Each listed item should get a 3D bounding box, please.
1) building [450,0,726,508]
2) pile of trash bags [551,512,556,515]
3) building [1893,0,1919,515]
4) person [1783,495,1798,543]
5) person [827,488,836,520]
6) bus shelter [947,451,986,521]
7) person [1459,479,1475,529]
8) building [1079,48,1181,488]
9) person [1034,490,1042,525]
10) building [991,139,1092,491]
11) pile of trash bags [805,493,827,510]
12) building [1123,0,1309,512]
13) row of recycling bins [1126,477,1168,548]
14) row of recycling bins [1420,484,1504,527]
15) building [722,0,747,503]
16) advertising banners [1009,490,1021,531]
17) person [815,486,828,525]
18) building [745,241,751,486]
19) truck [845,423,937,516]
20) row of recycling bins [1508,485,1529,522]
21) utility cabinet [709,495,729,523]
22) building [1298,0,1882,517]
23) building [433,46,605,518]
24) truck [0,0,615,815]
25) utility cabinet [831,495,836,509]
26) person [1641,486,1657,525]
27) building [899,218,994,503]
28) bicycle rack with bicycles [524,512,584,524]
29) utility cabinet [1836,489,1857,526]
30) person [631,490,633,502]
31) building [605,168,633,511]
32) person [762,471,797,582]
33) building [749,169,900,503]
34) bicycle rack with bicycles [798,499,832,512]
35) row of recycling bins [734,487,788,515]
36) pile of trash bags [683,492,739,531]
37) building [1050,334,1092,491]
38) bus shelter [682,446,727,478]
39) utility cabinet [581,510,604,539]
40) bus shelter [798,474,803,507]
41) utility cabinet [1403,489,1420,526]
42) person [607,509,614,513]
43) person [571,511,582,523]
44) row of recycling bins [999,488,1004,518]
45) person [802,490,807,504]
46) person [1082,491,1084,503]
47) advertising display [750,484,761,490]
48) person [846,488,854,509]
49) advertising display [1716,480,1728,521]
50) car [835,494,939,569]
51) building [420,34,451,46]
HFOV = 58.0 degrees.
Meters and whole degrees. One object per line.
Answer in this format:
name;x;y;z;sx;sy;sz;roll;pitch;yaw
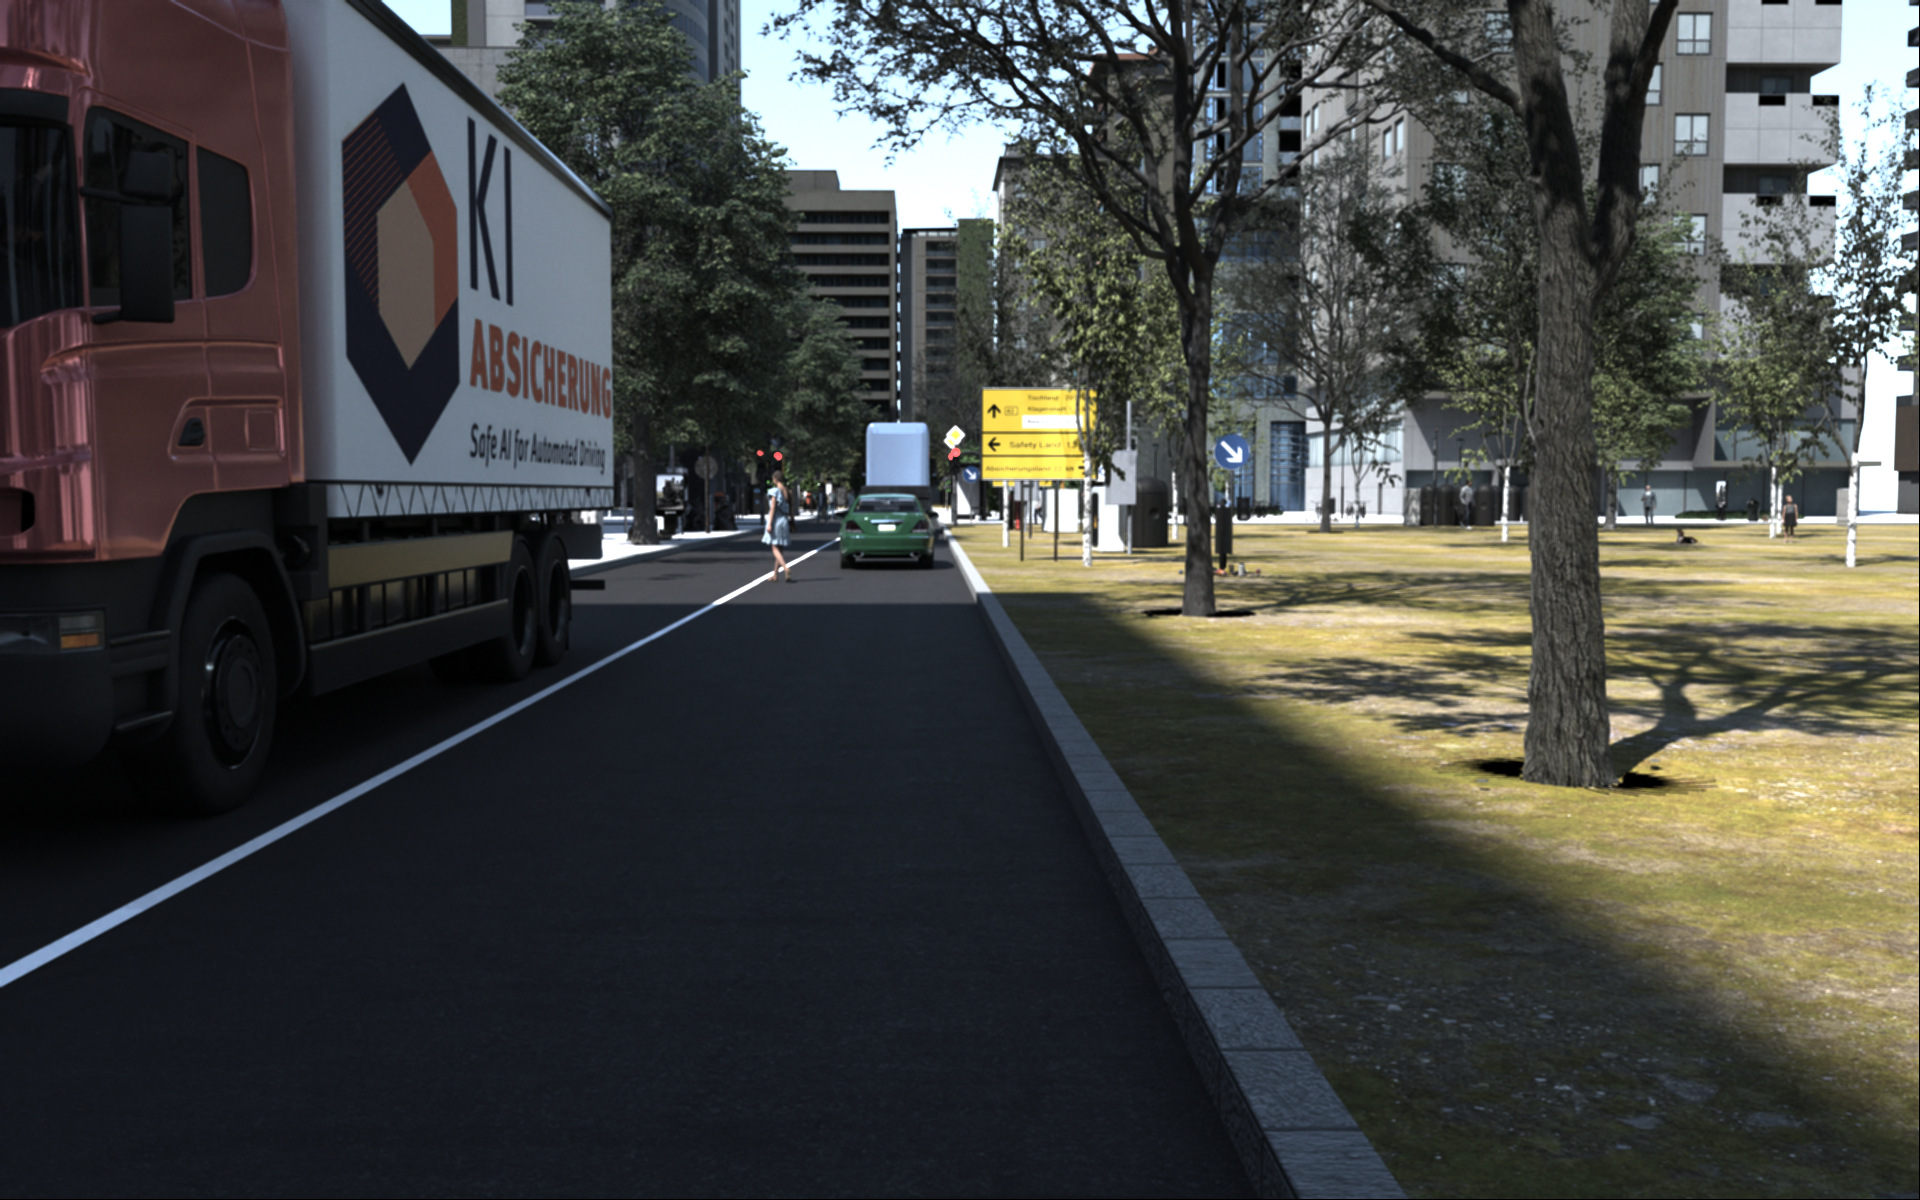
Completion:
building;-34.809;-38.185;166.316;21.231;58.520;28.212;0;4;-1
pile of trash bags;-17.615;-3.588;68.423;3.447;1.369;1.912;-1;4;-15
building;65.897;-27.570;100.879;14.200;45.320;14.600;0;4;-1
person;21.948;-2.146;45.794;0.362;1.253;0.373;2;4;31
person;-7.082;-5.304;95.570;0.623;1.781;0.721;2;4;30
bus shelter;0.432;-5.515;84.102;2.014;3.302;5.546;0;4;-1
person;18.594;-3.531;63.621;0.661;1.843;0.795;-2;4;-28
building;23.343;-31.634;171.843;22.147;44.769;28.867;0;4;-1
person;3.351;-3.946;72.857;0.795;1.843;0.661;-1;4;-19
building;19.055;-41.334;265.047;27.495;52.752;28.713;0;4;-1
pile of trash bags;-11.500;-7.780;136.959;1.912;1.369;3.447;1;4;12
building;26.054;-50.427;137.153;22.319;86.520;31.000;0;4;-1
row of recycling bins;4.591;-2.165;42.511;1.069;1.692;3.534;1;4;9
row of recycling bins;19.996;-3.834;69.792;1.069;1.692;3.534;-3;4;-37
building;-36.715;-46.816;203.690;20.611;71.187;20.563;0;4;-1
advertising banners;2.041;-3.964;60.992;0.090;3.025;2.074;-1;4;-20
person;-6.420;-4.426;80.843;0.794;1.824;0.713;3;5;42
building;-38.352;-37.111;256.872;14.200;45.320;14.600;0;4;-1
truck;-2.277;-4.277;59.694;2.967;4.110;18.799;0;4;-1
row of recycling bins;26.118;-4.484;80.422;3.534;1.692;1.069;2;4;32
utility cabinet;-10.931;-4.091;78.050;1.020;1.237;0.306;-1;4;-18
building;36.910;-31.677;107.163;27.495;52.752;28.713;0;4;-1
building;-28.876;-17.354;101.766;12.078;24.808;19.932;0;4;-1
truck;-4.469;-1.358;11.113;2.839;4.237;11.283;0;4;-1
utility cabinet;-10.812;-8.196;145.161;0.306;1.237;1.020;-2;4;-33
person;29.866;-4.066;75.162;0.661;1.801;0.590;3;4;36
building;-2.062;-35.129;257.954;14.086;41.232;14.154;0;4;-1
bicycle rack with bicycles;-11.104;-1.986;45.850;2.852;0.926;2.925;0;4;-7
utility cabinet;35.208;-3.677;68.798;0.318;1.500;1.173;0;4;4
person;-22.454;-6.866;119.309;0.522;1.701;0.512;-3;5;-44
building;-31.974;-20.208;123.907;14.314;27.812;24.014;0;4;-1
person;-2.891;-1.196;28.145;0.616;1.811;0.778;-3;4;-36
building;-20.037;-38.970;260.857;21.600;48.544;21.300;0;4;-1
bicycle rack with bicycles;-10.751;-6.936;126.783;2.852;0.926;2.925;-1;4;-21
row of recycling bins;-12.181;-6.090;106.682;3.534;1.692;1.069;-1;4;-19
pile of trash bags;-8.693;-3.132;60.968;1.912;1.369;3.447;0;4;1
building;25.339;-21.813;201.675;27.650;21.520;28.899;0;4;-1
bus shelter;-12.775;-5.866;87.189;1.731;3.624;6.357;0;4;-1
utility cabinet;-10.620;-2.346;49.521;1.020;1.237;0.306;3;5;40
bus shelter;-14.177;-9.357;146.915;2.014;3.302;5.546;0;4;-1
utility cabinet;18.071;-3.710;69.333;0.318;1.500;1.173;0;4;-4
person;-23.829;-6.587;117.991;0.590;1.304;0.306;-3;5;-40
person;-10.722;-2.588;48.159;0.447;1.846;0.655;-2;4;-30
row of recycling bins;3.174;-5.249;92.940;1.069;1.692;3.534;2;4;28
person;-12.661;-8.306;141.940;0.679;1.850;0.850;0;4;8
person;11.306;-9.309;159.715;0.415;1.643;0.593;-1;4;-19
advertising display;-13.337;-6.654;114.003;0.974;1.923;0.123;-1;4;-19
person;-5.229;-4.511;83.256;0.522;1.701;0.512;1;4;12
advertising display;36.029;-4.691;81.916;0.123;1.923;0.974;0;4;-2
car;-1.465;-1.404;34.747;2.131;1.459;4.920;0;4;-2
building;-61.275;-37.337;199.701;27.495;52.752;28.713;0;4;-1
